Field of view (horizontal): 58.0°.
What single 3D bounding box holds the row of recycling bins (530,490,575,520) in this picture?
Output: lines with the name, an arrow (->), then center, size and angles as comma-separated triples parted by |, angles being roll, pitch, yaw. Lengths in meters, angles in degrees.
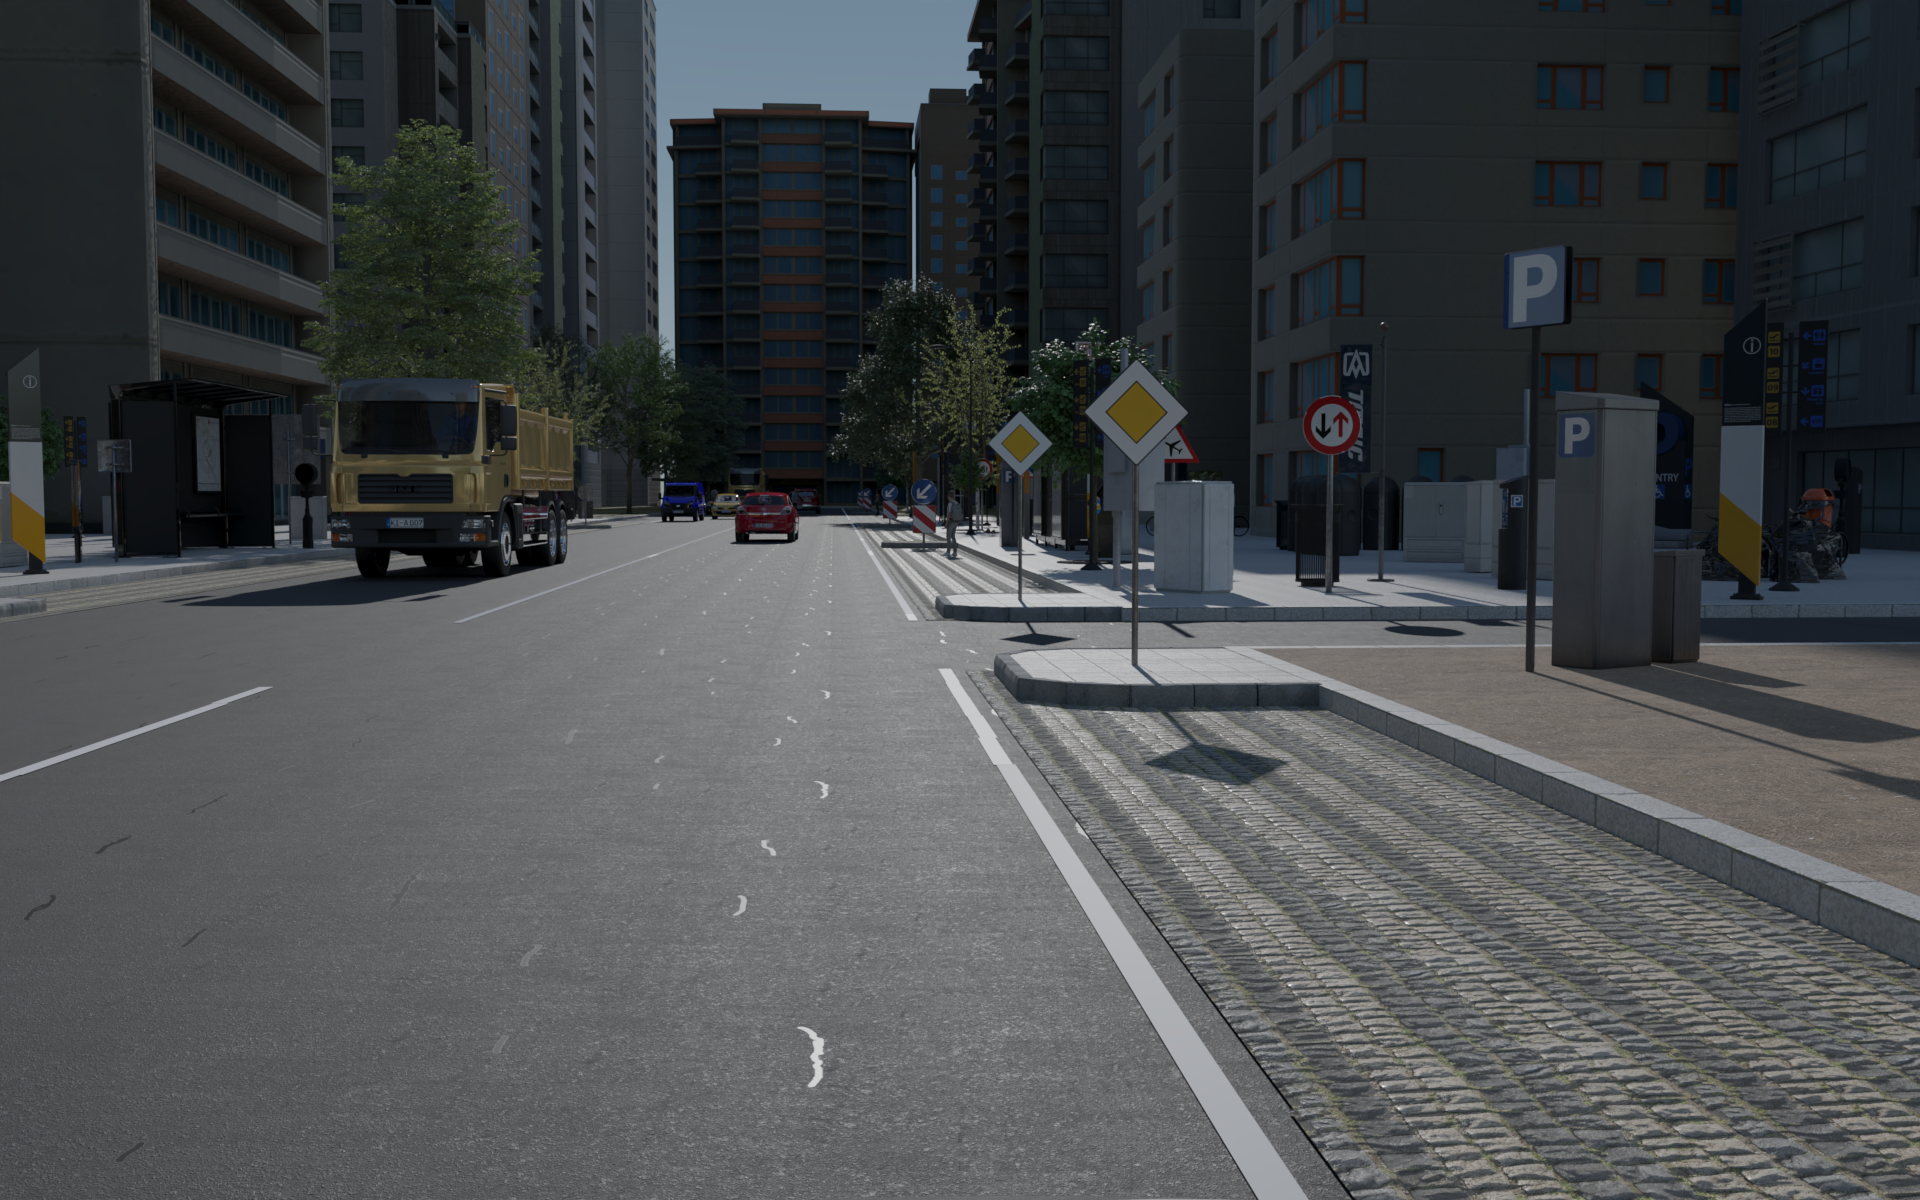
row of recycling bins -> -21.024, -4.845, 86.335 | 3.534, 1.692, 1.069 | -1, 4, -18

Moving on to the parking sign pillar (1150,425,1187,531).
parking sign pillar -> 7.366, -4.402, 60.448 | 1.447, 3.967, 1.447 | -2, 4, -31

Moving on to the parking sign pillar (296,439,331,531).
parking sign pillar -> -22.779, -4.422, 60.766 | 1.447, 3.967, 1.447 | 3, 4, 39

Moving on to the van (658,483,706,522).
van -> -14.644, -5.337, 91.636 | 2.240, 2.365, 5.245 | 0, 4, -3

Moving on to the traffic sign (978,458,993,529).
traffic sign -> 0.789, -3.766, 61.678 | 0.768, 2.556, 0.104 | 0, 4, 4

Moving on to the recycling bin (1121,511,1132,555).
recycling bin -> 3.416, -1.487, 36.860 | 0.722, 1.027, 0.722 | 0, 4, 2

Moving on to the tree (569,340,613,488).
tree -> -18.865, -8.040, 81.821 | 4.360, 8.622, 3.978 | 0, 3, 0

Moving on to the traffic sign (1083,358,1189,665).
traffic sign -> 1.306, -0.568, 12.924 | 0.795, 2.450, 0.064 | 0, 4, -4

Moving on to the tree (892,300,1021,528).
tree -> 0.516, -6.993, 64.694 | 4.360, 8.622, 3.978 | 0, 3, 0

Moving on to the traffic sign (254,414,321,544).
traffic sign -> -17.474, -3.083, 44.284 | 2.265, 3.308, 0.079 | 0, 4, 2

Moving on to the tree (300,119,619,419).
tree -> -16.055, -8.240, 52.858 | 7.486, 12.596, 7.792 | 0, 3, 0

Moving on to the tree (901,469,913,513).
tree -> -3.104, -7.631, 119.366 | 1.663, 3.219, 1.824 | 0, 3, 0

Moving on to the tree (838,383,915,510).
tree -> -6.125, -13.234, 142.131 | 9.928, 11.665, 9.643 | 0, 3, 0

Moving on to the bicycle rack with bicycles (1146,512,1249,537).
bicycle rack with bicycles -> 7.413, -2.415, 52.874 | 2.925, 0.926, 2.852 | 2, 4, 24

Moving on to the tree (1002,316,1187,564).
tree -> 2.490, -2.965, 32.194 | 4.285, 4.588, 4.351 | 0, 3, 0

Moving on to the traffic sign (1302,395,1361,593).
traffic sign -> 4.794, -1.366, 22.437 | 0.768, 2.556, 0.104 | 0, 4, -4

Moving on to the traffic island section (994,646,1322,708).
traffic island section -> 1.329, 0.567, 13.003 | 2.009, 0.180, 2.903 | 0, 4, -4

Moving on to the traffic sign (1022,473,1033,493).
traffic sign -> 2.154, -3.557, 58.164 | 0.884, 2.594, 0.081 | 0, 4, 1

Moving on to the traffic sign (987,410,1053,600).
traffic sign -> 0.723, -1.055, 20.888 | 0.795, 2.450, 0.064 | 0, 4, -4

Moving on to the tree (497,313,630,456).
tree -> -20.625, -9.511, 89.911 | 7.601, 10.594, 8.767 | 0, 4, 6

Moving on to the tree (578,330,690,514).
tree -> -20.851, -11.230, 109.372 | 9.928, 11.665, 9.643 | 0, 3, 0

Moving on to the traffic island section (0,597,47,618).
traffic island section -> -12.012, 0.137, 20.041 | 2.009, 0.180, 2.903 | 0, 4, -4

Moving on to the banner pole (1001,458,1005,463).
banner pole -> 1.873, -5.070, 72.905 | 0.401, 3.779, 0.863 | -1, 4, -22

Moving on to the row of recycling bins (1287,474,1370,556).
row of recycling bins -> 7.795, -1.854, 37.419 | 1.069, 1.692, 3.534 | 0, 4, -2

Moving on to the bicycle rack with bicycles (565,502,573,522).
bicycle rack with bicycles -> -19.173, -4.080, 80.088 | 2.852, 0.926, 2.925 | -1, 4, -18

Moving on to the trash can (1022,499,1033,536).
trash can -> 2.009, -2.558, 53.477 | 0.748, 1.137, 0.748 | 0, 3, 0

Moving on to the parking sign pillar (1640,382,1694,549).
parking sign pillar -> 16.669, -3.218, 41.089 | 1.447, 3.967, 1.447 | -3, 5, -40

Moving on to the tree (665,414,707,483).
tree -> -24.952, -12.571, 155.893 | 4.360, 8.622, 3.978 | 0, 3, 0

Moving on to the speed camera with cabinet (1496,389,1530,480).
speed camera with cabinet -> 10.960, -2.391, 33.433 | 0.660, 3.252, 2.038 | 3, 4, 37

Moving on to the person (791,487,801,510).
person -> -9.747, -5.762, 102.701 | 0.705, 1.826, 1.348 | 1, 4, 14

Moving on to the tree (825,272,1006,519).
tree -> -2.211, -10.558, 89.631 | 9.611, 12.733, 9.660 | 0, 3, 0

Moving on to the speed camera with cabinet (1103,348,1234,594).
speed camera with cabinet -> 2.773, -1.761, 23.125 | 0.660, 3.252, 2.038 | -2, 4, -34

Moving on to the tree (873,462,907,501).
tree -> -6.268, -10.526, 155.806 | 4.285, 4.588, 4.351 | 0, 3, 0

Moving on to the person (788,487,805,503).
person -> -9.984, -5.855, 103.863 | 1.348, 1.869, 0.705 | 0, 4, -6

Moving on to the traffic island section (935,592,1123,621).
traffic island section -> 0.746, 0.080, 20.967 | 2.009, 0.180, 2.903 | 0, 4, -4

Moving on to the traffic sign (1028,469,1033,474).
traffic sign -> 2.239, -2.977, 48.780 | 0.768, 2.556, 0.104 | 0, 4, 2

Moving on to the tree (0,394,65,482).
tree -> -28.864, -4.225, 52.788 | 4.285, 4.588, 4.351 | 0, 3, 0

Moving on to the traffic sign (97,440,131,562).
traffic sign -> -15.857, -1.858, 32.501 | 0.606, 2.300, 0.079 | 0, 4, -2

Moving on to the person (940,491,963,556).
person -> -0.200, -1.763, 39.923 | 0.523, 1.515, 0.503 | 0, 4, -2

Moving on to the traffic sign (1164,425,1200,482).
traffic sign -> 3.629, -1.804, 29.500 | 0.884, 2.594, 0.081 | 0, 4, 5

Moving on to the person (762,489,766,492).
person -> -10.883, -5.327, 96.527 | 0.756, 1.711, 0.436 | -1, 4, -12

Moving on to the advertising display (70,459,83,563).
advertising display -> -16.555, -1.668, 32.481 | 0.123, 1.923, 0.974 | -1, 4, -23

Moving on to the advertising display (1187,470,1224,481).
advertising display -> 6.648, -2.552, 46.940 | 0.974, 1.923, 0.123 | 1, 4, 12

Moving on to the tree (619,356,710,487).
tree -> -24.612, -13.714, 142.357 | 7.486, 12.596, 7.792 | 0, 3, 0

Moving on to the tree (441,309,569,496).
tree -> -17.991, -7.088, 66.253 | 4.360, 8.622, 3.978 | 0, 3, 0

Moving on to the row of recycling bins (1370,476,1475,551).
row of recycling bins -> 10.082, -1.980, 39.482 | 3.534, 1.692, 1.069 | 2, 4, 30

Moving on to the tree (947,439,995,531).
tree -> 0.443, -4.026, 60.430 | 1.663, 3.219, 1.824 | 0, 3, 0

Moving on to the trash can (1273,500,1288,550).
trash can -> 7.574, -1.721, 39.784 | 0.748, 1.137, 0.748 | 0, 3, 0

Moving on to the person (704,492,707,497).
person -> -21.564, -8.290, 144.846 | 0.742, 1.727, 0.445 | -3, 4, -37

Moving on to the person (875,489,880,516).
person -> -5.423, -6.305, 112.305 | 0.721, 1.735, 1.217 | 0, 4, -7

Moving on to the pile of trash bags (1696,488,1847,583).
pile of trash bags -> 12.598, -1.024, 26.488 | 1.912, 1.369, 3.447 | 3, 5, 44

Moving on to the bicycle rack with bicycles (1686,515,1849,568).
bicycle rack with bicycles -> 14.429, -1.055, 30.639 | 2.925, 0.926, 2.852 | -1, 4, -13

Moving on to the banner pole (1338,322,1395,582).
banner pole -> 5.963, -2.165, 25.414 | 0.863, 3.779, 0.401 | 1, 4, 12

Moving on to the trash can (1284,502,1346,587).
trash can -> 4.983, -0.762, 24.119 | 0.748, 1.137, 0.748 | 0, 3, 0

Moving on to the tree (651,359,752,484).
tree -> -24.841, -15.734, 163.903 | 9.857, 13.997, 8.962 | 0, 3, 0
